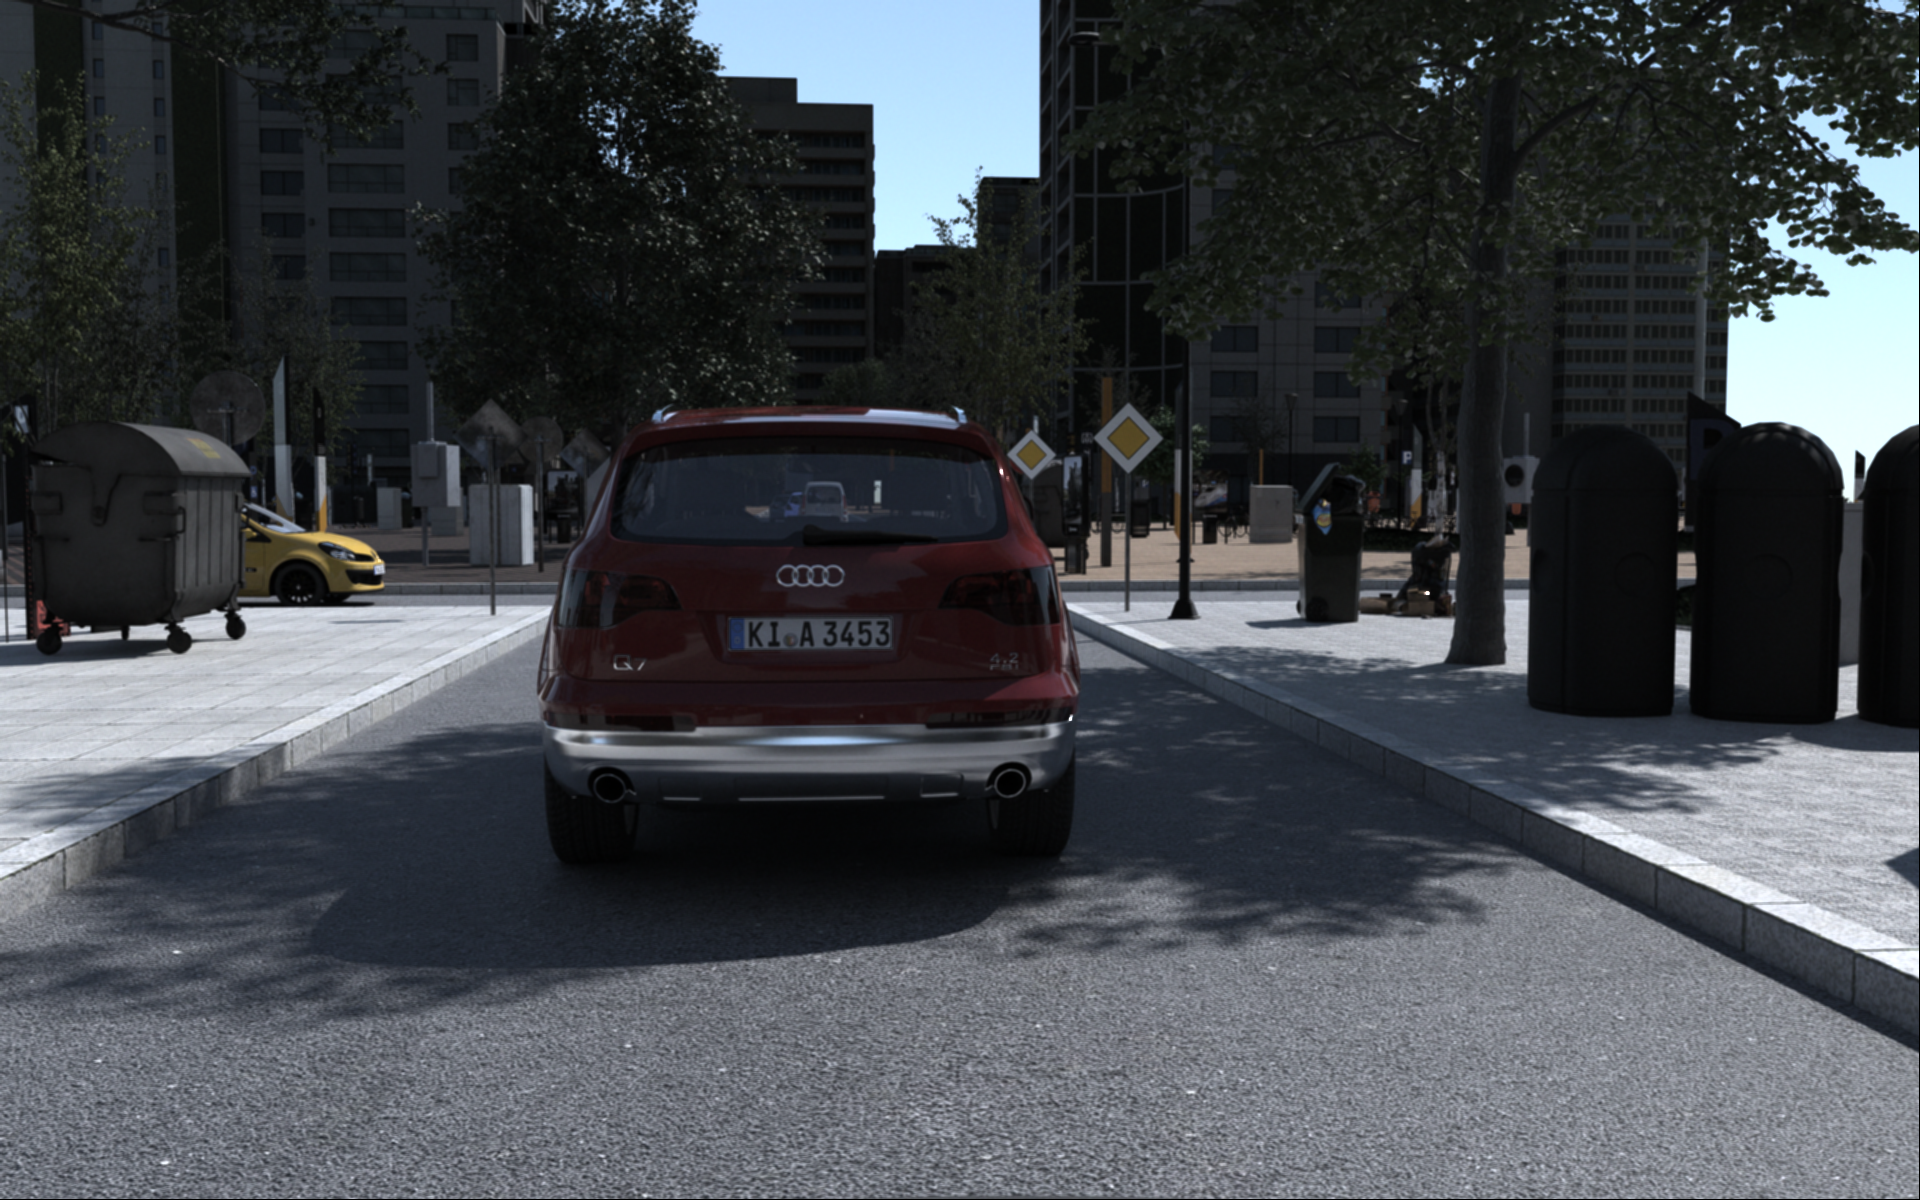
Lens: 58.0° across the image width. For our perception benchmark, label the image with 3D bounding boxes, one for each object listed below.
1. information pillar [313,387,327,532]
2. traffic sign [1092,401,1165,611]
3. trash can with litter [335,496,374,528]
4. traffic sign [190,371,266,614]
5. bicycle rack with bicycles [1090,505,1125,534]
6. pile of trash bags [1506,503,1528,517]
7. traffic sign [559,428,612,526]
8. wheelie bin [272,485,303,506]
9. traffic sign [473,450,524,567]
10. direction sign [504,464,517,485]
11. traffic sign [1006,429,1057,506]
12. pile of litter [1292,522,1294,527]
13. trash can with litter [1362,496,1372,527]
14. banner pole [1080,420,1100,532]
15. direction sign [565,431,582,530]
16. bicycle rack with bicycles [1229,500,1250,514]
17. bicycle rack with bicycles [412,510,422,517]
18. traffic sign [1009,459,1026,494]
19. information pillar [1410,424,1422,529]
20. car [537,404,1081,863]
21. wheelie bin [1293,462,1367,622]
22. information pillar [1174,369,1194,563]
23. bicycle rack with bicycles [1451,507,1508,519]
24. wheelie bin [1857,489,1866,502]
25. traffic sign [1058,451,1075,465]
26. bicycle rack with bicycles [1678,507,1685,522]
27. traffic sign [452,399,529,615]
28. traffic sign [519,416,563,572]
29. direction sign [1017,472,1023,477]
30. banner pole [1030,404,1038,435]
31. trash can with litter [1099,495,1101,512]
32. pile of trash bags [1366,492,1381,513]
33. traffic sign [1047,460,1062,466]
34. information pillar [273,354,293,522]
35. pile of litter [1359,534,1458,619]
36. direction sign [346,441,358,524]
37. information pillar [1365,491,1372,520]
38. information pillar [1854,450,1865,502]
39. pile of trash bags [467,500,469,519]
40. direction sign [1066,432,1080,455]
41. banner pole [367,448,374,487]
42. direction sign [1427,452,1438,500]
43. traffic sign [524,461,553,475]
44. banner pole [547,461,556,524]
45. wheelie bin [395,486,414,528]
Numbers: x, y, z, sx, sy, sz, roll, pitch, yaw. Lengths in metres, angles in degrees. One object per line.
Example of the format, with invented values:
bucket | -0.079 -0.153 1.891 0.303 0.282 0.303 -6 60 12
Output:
information pillar | -14.054 -2.855 38.032 0.183 3.616 0.504 0 4 -1
traffic sign | 1.825 -0.932 18.878 0.795 2.450 0.064 0 4 -5
trash can with litter | -23.031 -3.331 65.521 1.678 1.210 2.233 1 4 11
traffic sign | -7.569 -1.090 17.921 0.768 2.556 0.104 0 4 -3
bicycle rack with bicycles | 4.206 -2.646 56.652 2.852 0.926 2.925 3 4 38
pile of trash bags | 30.400 -4.952 90.723 3.447 1.369 1.912 2 4 32
traffic sign | -5.667 -1.382 26.238 0.795 2.450 0.064 0 4 -5
wheelie bin | -22.995 -3.143 59.301 0.980 1.594 0.693 -2 4 -31
traffic sign | -8.053 -1.848 30.218 0.884 2.594 0.081 0 4 -3
direction sign | -17.560 -4.629 67.675 0.876 3.537 0.379 3 5 44
traffic sign | 1.102 -1.418 26.831 0.795 2.450 0.064 0 4 -5
pile of litter | 10.759 -2.727 58.550 1.176 0.858 1.719 3 4 38
trash can with litter | 13.824 -3.086 61.507 2.233 1.210 1.678 1 4 20
banner pole | 4.481 -4.217 58.965 0.863 3.779 0.401 1 4 14
direction sign | -13.634 -4.274 61.876 0.876 3.537 0.379 0 4 -7
bicycle rack with bicycles | 16.014 -5.109 96.909 2.852 0.926 2.925 -2 4 -24
bicycle rack with bicycles | -31.284 -5.135 97.337 2.852 0.926 2.925 -1 4 -18
traffic sign | 1.607 -2.643 43.314 0.768 2.556 0.104 0 4 4
information pillar | 15.302 -4.083 58.104 0.504 3.616 0.183 -3 5 -39
car | -0.701 0.021 8.329 2.281 1.827 5.304 0 4 -5
wheelie bin | 3.763 -0.591 17.578 0.693 1.594 0.980 0 4 3
information pillar | 4.185 -2.510 32.386 0.183 3.616 0.504 3 5 39
bicycle rack with bicycles | 23.725 -4.028 79.245 2.852 0.926 2.925 0 4 -1
wheelie bin | 33.156 -3.378 63.142 0.693 1.594 0.980 0 4 7
traffic sign | 2.992 -2.755 46.227 0.795 2.450 0.064 0 4 -1
bicycle rack with bicycles | 35.148 -4.478 86.595 2.925 0.926 2.852 0 4 -1
traffic sign | -4.943 -0.896 18.285 0.795 2.450 0.064 0 4 -5
traffic sign | -6.870 -1.726 28.326 0.768 2.556 0.104 0 4 3
direction sign | 2.986 -5.455 81.189 0.379 3.537 0.876 -3 5 -40
banner pole | 2.077 -3.572 48.427 0.401 3.779 0.863 1 4 19
trash can with litter | 7.145 -4.773 89.103 1.678 1.210 2.233 0 4 -1
pile of trash bags | 17.250 -4.161 77.793 3.447 1.369 1.912 -1 4 -11
traffic sign | 2.825 -3.021 51.526 0.606 2.300 0.079 0 4 0
information pillar | -11.453 -2.322 29.318 0.183 3.616 0.504 -3 5 -43
pile of litter | 4.844 -0.280 18.548 1.176 0.858 1.719 0 4 1
direction sign | -26.092 -5.038 74.374 0.876 3.537 0.379 3 5 43
information pillar | 19.935 -4.901 84.621 0.304 2.012 0.304 1 4 21
information pillar | 47.210 -6.090 90.930 0.504 3.616 0.183 3 5 41
pile of trash bags | -24.420 -4.973 91.058 3.447 1.369 1.912 1 4 10
direction sign | 4.311 -4.359 63.268 0.876 3.537 0.379 1 4 12
banner pole | -32.091 -6.388 94.455 0.863 3.779 0.401 3 5 42
direction sign | 25.265 -6.146 92.480 0.876 3.537 0.379 -2 4 -33
traffic sign | -11.464 -2.893 47.304 0.884 2.594 0.081 0 4 -4
banner pole | -17.593 -5.122 73.754 0.401 3.779 0.863 2 4 28
wheelie bin | -20.968 -3.498 65.093 0.980 1.594 0.693 2 4 30
